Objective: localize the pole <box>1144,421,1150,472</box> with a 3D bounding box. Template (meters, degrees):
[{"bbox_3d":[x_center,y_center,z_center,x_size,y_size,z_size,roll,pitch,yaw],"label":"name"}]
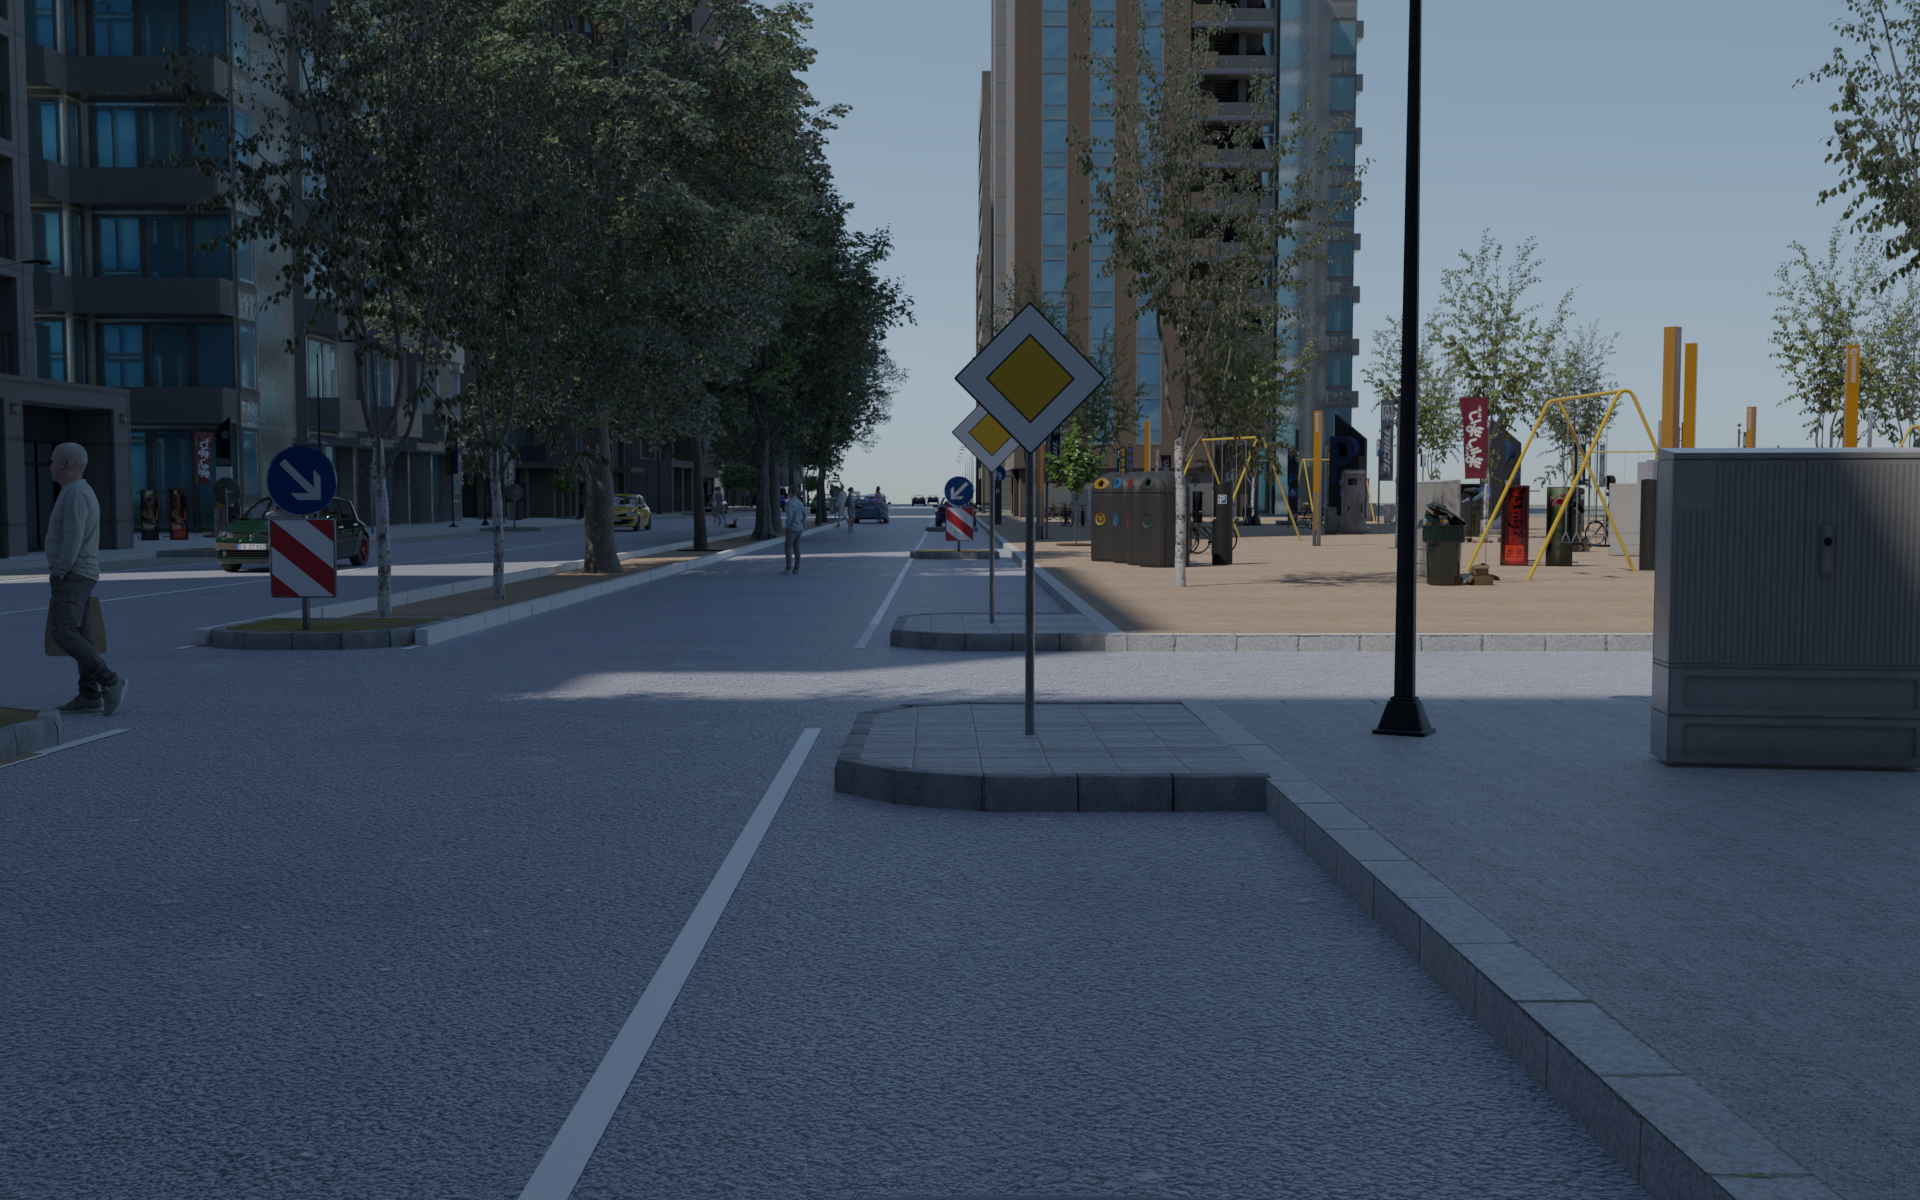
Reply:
[{"bbox_3d":[5.237,-3.343,48.499,0.158,3.312,0.155,0,3,0],"label":"pole"}]

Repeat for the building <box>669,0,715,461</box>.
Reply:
[{"bbox_3d":[-28.617,-30.456,148.065,14.600,45.320,14.200,0,4,0],"label":"building"}]

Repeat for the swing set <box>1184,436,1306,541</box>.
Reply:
[{"bbox_3d":[7.421,-3.096,48.244,2.862,2.851,3.119,-2,4,-27],"label":"swing set"}]

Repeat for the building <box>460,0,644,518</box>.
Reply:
[{"bbox_3d":[-31.922,-27.607,105.993,22.147,44.769,28.867,0,4,0],"label":"building"}]

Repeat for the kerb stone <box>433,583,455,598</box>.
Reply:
[{"bbox_3d":[-7.252,-0.114,24.053,0.120,0.150,1.000,0,4,0],"label":"kerb stone"}]

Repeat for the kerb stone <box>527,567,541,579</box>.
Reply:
[{"bbox_3d":[-7.283,-0.426,29.199,0.120,0.150,1.000,0,4,0],"label":"kerb stone"}]

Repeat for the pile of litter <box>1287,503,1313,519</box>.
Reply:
[{"bbox_3d":[17.849,-4.632,89.706,1.719,0.858,1.176,3,4,36],"label":"pile of litter"}]

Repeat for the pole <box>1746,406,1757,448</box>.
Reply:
[{"bbox_3d":[18.437,-2.849,40.423,0.158,3.312,0.155,0,3,0],"label":"pole"}]

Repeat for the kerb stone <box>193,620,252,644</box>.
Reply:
[{"bbox_3d":[-7.200,0.324,16.899,0.120,0.150,1.000,0,4,0],"label":"kerb stone"}]

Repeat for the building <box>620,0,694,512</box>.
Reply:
[{"bbox_3d":[-30.516,-42.302,129.890,20.563,71.187,20.611,0,4,0],"label":"building"}]

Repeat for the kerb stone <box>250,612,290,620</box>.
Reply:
[{"bbox_3d":[-7.210,0.264,17.921,0.120,0.150,1.000,0,4,0],"label":"kerb stone"}]

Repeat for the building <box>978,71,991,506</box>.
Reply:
[{"bbox_3d":[12.852,-34.697,190.996,21.300,48.544,21.600,0,4,0],"label":"building"}]

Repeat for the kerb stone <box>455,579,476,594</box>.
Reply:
[{"bbox_3d":[-7.253,-0.177,25.088,0.120,0.150,1.000,0,4,0],"label":"kerb stone"}]

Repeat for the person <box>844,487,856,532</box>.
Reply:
[{"bbox_3d":[-4.089,-3.387,64.876,0.522,1.701,0.512,-1,4,-18],"label":"person"}]

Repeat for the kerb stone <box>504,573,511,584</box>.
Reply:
[{"bbox_3d":[-7.268,-0.303,27.148,0.120,0.150,1.000,0,4,0],"label":"kerb stone"}]

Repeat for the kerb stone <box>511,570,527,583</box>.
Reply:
[{"bbox_3d":[-7.276,-0.366,28.177,0.120,0.150,1.000,0,4,0],"label":"kerb stone"}]

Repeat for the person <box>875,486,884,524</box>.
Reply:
[{"bbox_3d":[-3.894,-4.572,83.265,0.388,1.821,0.555,1,4,22],"label":"person"}]

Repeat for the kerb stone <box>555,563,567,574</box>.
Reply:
[{"bbox_3d":[-7.301,-0.548,31.243,0.120,0.150,1.000,0,4,0],"label":"kerb stone"}]

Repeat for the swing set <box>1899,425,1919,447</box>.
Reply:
[{"bbox_3d":[21.614,-2.479,38.152,2.862,2.851,3.119,0,4,4],"label":"swing set"}]

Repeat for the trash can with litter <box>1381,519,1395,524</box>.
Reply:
[{"bbox_3d":[18.647,-3.858,74.133,1.678,1.210,2.233,1,4,21],"label":"trash can with litter"}]

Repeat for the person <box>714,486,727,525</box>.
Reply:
[{"bbox_3d":[-10.977,-4.318,79.441,0.599,1.781,0.374,2,4,24],"label":"person"}]

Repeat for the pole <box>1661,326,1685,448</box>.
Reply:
[{"bbox_3d":[8.683,-1.673,21.195,0.158,3.312,0.155,0,3,0],"label":"pole"}]

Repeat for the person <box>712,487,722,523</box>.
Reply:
[{"bbox_3d":[-11.805,-4.618,84.234,0.478,1.798,0.641,-3,4,-38],"label":"person"}]

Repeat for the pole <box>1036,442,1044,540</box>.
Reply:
[{"bbox_3d":[2.227,-3.326,48.225,0.158,3.312,0.155,0,3,0],"label":"pole"}]

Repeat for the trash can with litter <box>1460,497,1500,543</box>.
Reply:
[{"bbox_3d":[13.650,-2.116,45.656,2.233,1.210,1.678,0,4,-7],"label":"trash can with litter"}]

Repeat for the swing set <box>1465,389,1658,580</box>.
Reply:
[{"bbox_3d":[9.814,-1.798,27.025,2.862,2.851,3.119,0,4,-2],"label":"swing set"}]

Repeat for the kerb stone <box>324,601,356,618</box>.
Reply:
[{"bbox_3d":[-7.220,0.137,19.965,0.120,0.150,1.000,0,4,0],"label":"kerb stone"}]

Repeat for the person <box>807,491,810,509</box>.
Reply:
[{"bbox_3d":[-14.348,-9.504,164.602,0.721,1.735,1.217,0,4,-2],"label":"person"}]

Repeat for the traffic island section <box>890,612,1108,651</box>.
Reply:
[{"bbox_3d":[0.338,0.308,17.237,2.009,0.180,2.903,0,4,0],"label":"traffic island section"}]

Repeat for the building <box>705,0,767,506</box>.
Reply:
[{"bbox_3d":[-35.612,-36.733,189.824,28.713,52.752,27.495,0,4,0],"label":"building"}]

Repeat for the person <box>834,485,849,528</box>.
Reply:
[{"bbox_3d":[-4.986,-4.021,74.116,0.818,1.842,0.514,0,4,7],"label":"person"}]

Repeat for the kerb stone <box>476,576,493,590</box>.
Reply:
[{"bbox_3d":[-7.261,-0.238,26.120,0.120,0.150,1.000,0,4,0],"label":"kerb stone"}]

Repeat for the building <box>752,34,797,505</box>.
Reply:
[{"bbox_3d":[-32.443,-41.354,218.136,21.231,58.520,28.212,0,4,0],"label":"building"}]

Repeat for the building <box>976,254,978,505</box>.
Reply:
[{"bbox_3d":[8.902,-26.767,209.342,14.160,30.474,14.107,0,4,0],"label":"building"}]

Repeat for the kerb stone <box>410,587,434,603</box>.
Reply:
[{"bbox_3d":[-7.244,-0.050,23.031,0.120,0.150,1.000,0,4,0],"label":"kerb stone"}]

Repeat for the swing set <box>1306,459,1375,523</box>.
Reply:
[{"bbox_3d":[16.584,-4.896,77.662,3.119,2.851,2.862,-1,4,-12],"label":"swing set"}]

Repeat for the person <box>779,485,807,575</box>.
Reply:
[{"bbox_3d":[-2.981,-1.265,30.998,0.330,1.601,0.589,3,4,38],"label":"person"}]

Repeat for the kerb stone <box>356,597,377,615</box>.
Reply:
[{"bbox_3d":[-7.234,0.077,20.988,0.120,0.150,1.000,0,4,0],"label":"kerb stone"}]

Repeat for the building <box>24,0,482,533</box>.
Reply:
[{"bbox_3d":[-33.178,-27.432,68.118,23.786,49.044,30.456,0,4,0],"label":"building"}]

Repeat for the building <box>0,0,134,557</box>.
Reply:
[{"bbox_3d":[-29.608,-36.437,33.995,20.563,71.187,20.611,0,4,0],"label":"building"}]

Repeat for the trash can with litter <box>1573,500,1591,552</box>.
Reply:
[{"bbox_3d":[13.654,-1.664,38.600,0.624,1.170,1.055,3,5,40],"label":"trash can with litter"}]

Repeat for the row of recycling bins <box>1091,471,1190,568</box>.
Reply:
[{"bbox_3d":[3.307,-1.508,31.766,1.069,1.692,3.534,-1,4,-14],"label":"row of recycling bins"}]

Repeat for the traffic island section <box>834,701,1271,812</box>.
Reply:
[{"bbox_3d":[0.392,0.797,9.252,2.009,0.180,2.903,0,4,0],"label":"traffic island section"}]

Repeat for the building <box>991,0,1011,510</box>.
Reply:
[{"bbox_3d":[13.205,-37.338,152.477,21.231,58.520,28.212,0,4,0],"label":"building"}]

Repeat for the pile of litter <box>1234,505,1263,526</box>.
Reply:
[{"bbox_3d":[11.508,-3.448,70.334,1.719,0.858,1.176,0,4,-5],"label":"pile of litter"}]

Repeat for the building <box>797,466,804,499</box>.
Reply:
[{"bbox_3d":[-29.211,-36.072,239.886,14.600,45.320,14.200,0,4,0],"label":"building"}]

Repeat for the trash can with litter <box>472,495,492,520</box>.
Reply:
[{"bbox_3d":[-24.009,-4.701,87.920,1.678,1.210,2.233,-2,4,-34],"label":"trash can with litter"}]

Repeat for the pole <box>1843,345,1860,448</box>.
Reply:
[{"bbox_3d":[12.211,-1.831,23.778,0.158,3.312,0.155,0,3,0],"label":"pole"}]

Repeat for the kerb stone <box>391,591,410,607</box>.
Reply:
[{"bbox_3d":[-7.240,0.014,22.009,0.120,0.150,1.000,0,4,0],"label":"kerb stone"}]

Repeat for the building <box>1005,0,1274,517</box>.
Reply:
[{"bbox_3d":[9.807,-27.559,100.693,14.600,45.320,14.200,0,4,0],"label":"building"}]

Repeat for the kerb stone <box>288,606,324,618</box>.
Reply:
[{"bbox_3d":[-7.228,0.199,18.943,0.120,0.150,1.000,0,4,0],"label":"kerb stone"}]

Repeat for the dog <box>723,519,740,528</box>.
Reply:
[{"bbox_3d":[-9.578,-3.205,72.600,0.748,0.427,0.550,3,4,38],"label":"dog"}]

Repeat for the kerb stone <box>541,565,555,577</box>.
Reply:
[{"bbox_3d":[-7.284,-0.491,30.221,0.120,0.150,1.000,0,4,0],"label":"kerb stone"}]

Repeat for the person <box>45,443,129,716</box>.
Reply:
[{"bbox_3d":[-5.775,-0.148,11.411,0.515,1.767,0.782,-2,4,-24],"label":"person"}]

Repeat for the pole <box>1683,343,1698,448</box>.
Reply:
[{"bbox_3d":[9.884,-1.814,23.498,0.158,3.312,0.155,0,3,0],"label":"pole"}]

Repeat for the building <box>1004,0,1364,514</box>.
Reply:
[{"bbox_3d":[15.165,-30.782,122.902,23.786,49.044,30.456,0,4,0],"label":"building"}]

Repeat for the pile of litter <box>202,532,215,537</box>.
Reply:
[{"bbox_3d":[-21.840,-2.283,51.295,1.176,0.858,1.719,-2,4,-26],"label":"pile of litter"}]

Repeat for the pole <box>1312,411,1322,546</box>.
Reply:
[{"bbox_3d":[8.781,-2.979,42.553,0.158,3.312,0.155,0,3,0],"label":"pole"}]

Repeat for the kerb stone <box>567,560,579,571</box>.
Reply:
[{"bbox_3d":[-7.313,-0.616,32.264,0.120,0.150,1.000,0,4,0],"label":"kerb stone"}]

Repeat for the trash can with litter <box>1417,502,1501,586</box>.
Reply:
[{"bbox_3d":[7.030,-0.797,24.422,1.055,1.170,0.624,0,4,-8],"label":"trash can with litter"}]
